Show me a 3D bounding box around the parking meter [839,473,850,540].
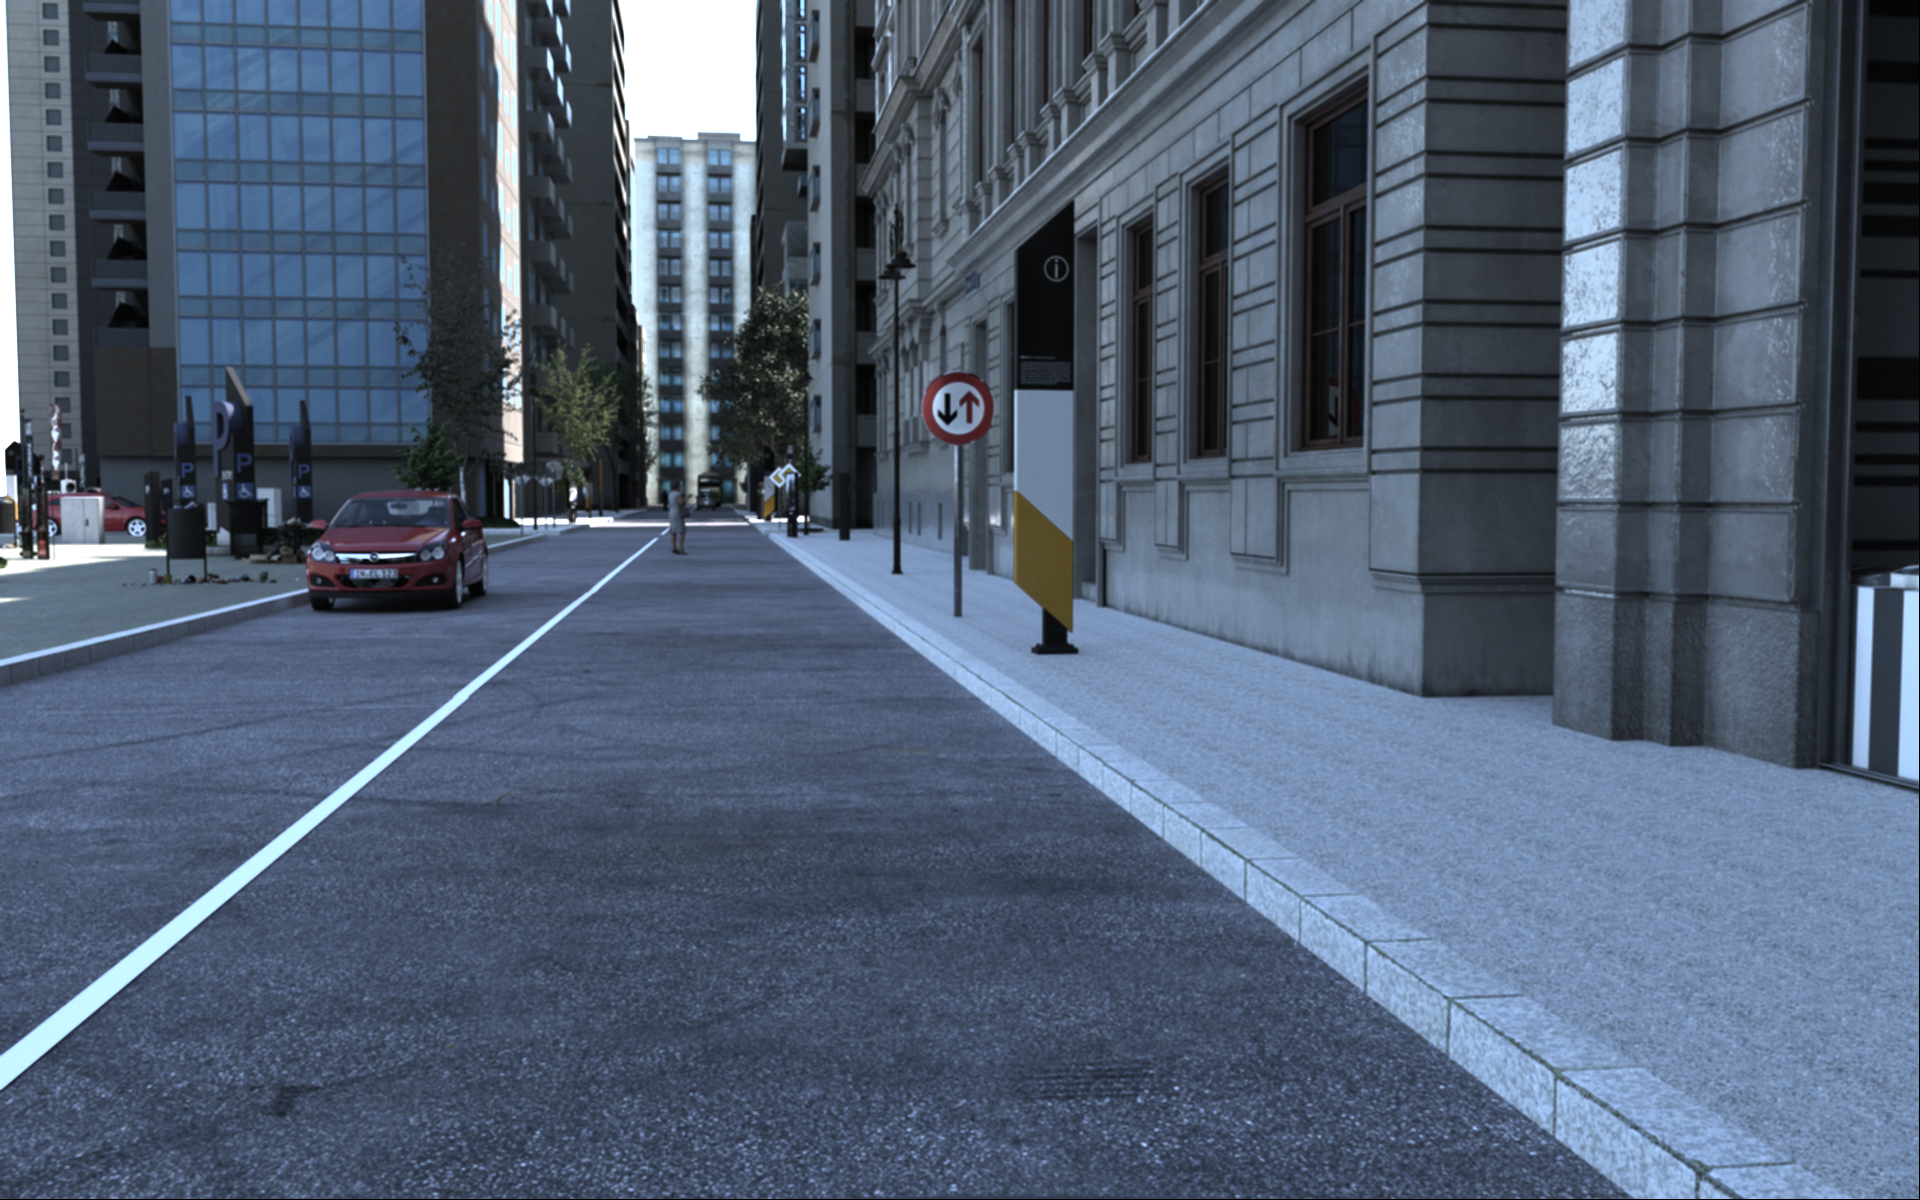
[{"bbox_3d":[-3.213,-2.598,48.194,0.255,1.863,0.399,0,4,4],"label":"parking meter"}]

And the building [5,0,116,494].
[{"bbox_3d":[-89.866,-46.051,191.183,20.611,71.187,20.563,-1,4,-8],"label":"building"}]

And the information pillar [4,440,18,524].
[{"bbox_3d":[-41.304,-5.139,75.383,0.504,3.616,0.183,0,4,6],"label":"information pillar"}]

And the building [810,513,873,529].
[{"bbox_3d":[4.257,-27.508,73.452,21.600,48.544,21.300,-1,4,-8],"label":"building"}]

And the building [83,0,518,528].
[{"bbox_3d":[-26.098,-25.753,71.181,14.600,45.320,14.200,-1,4,-8],"label":"building"}]

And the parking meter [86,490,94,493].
[{"bbox_3d":[-48.869,-5.439,97.346,0.372,1.533,0.369,0,3,0],"label":"parking meter"}]

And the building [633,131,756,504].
[{"bbox_3d":[-32.103,-37.431,231.610,30.456,49.044,23.786,-1,4,-8],"label":"building"}]

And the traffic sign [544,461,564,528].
[{"bbox_3d":[-15.492,-4.034,66.060,0.768,2.556,0.104,0,4,-5],"label":"traffic sign"}]

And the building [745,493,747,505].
[{"bbox_3d":[-8.775,-31.176,201.603,32.217,40.220,23.993,-1,4,-8],"label":"building"}]

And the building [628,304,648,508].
[{"bbox_3d":[-45.368,-19.884,170.146,27.650,21.520,28.899,-1,4,-8],"label":"building"}]

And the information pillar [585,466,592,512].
[{"bbox_3d":[-26.275,-8.019,122.458,0.504,3.616,0.183,-1,4,-22],"label":"information pillar"}]

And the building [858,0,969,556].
[{"bbox_3d":[5.019,-15.644,43.174,14.401,28.519,23.554,-1,4,-8],"label":"building"}]

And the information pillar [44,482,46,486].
[{"bbox_3d":[-53.634,-5.919,101.268,0.304,2.012,0.304,0,4,1],"label":"information pillar"}]

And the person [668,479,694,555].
[{"bbox_3d":[-6.583,-1.968,41.030,0.532,1.782,0.716,-3,4,-38],"label":"person"}]

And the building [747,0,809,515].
[{"bbox_3d":[-3.386,-49.309,118.879,22.319,86.520,31.000,-1,4,-8],"label":"building"}]

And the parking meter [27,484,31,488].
[{"bbox_3d":[-35.817,-3.744,66.927,0.399,1.863,0.255,0,4,-7],"label":"parking meter"}]

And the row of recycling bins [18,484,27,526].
[{"bbox_3d":[-38.202,-3.932,71.403,1.069,1.692,3.534,-2,4,-25],"label":"row of recycling bins"}]

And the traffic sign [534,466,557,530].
[{"bbox_3d":[-14.777,-3.558,61.808,0.795,2.450,0.064,-1,4,-8],"label":"traffic sign"}]

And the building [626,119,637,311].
[{"bbox_3d":[-45.212,-33.751,201.934,14.200,45.320,14.600,-1,4,-8],"label":"building"}]

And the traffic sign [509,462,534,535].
[{"bbox_3d":[-13.643,-3.074,53.903,0.795,2.450,0.064,-1,4,-8],"label":"traffic sign"}]

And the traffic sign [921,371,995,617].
[{"bbox_3d":[-0.020,-1.097,18.041,0.768,2.556,0.104,0,4,-5],"label":"traffic sign"}]

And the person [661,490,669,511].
[{"bbox_3d":[-25.615,-8.698,150.721,0.705,1.822,1.348,2,4,34],"label":"person"}]

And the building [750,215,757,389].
[{"bbox_3d":[-14.927,-25.083,181.813,14.160,30.474,14.107,-1,4,-8],"label":"building"}]

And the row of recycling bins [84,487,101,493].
[{"bbox_3d":[-54.474,-6.228,108.943,1.069,1.692,3.534,-1,4,-19],"label":"row of recycling bins"}]

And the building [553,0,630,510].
[{"bbox_3d":[-39.098,-31.856,144.555,21.300,48.544,21.600,-1,4,-8],"label":"building"}]

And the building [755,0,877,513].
[{"bbox_3d":[-6.557,-32.158,149.488,21.300,48.544,21.600,-1,4,-8],"label":"building"}]

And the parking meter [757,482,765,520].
[{"bbox_3d":[-9.861,-4.902,85.860,0.255,1.863,0.399,2,4,34],"label":"parking meter"}]

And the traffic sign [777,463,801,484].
[{"bbox_3d":[-5.430,-3.145,55.057,0.795,2.450,0.064,-1,4,-8],"label":"traffic sign"}]

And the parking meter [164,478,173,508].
[{"bbox_3d":[-29.478,-3.587,64.350,0.399,1.863,0.255,-1,4,-18],"label":"parking meter"}]

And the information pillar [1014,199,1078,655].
[{"bbox_3d":[0.684,-1.375,13.831,0.504,3.616,0.183,-1,4,-13],"label":"information pillar"}]

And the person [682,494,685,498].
[{"bbox_3d":[-22.514,-7.835,139.790,0.799,1.438,0.628,0,4,0],"label":"person"}]

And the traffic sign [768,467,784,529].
[{"bbox_3d":[-6.564,-3.628,62.961,0.795,2.450,0.064,-1,4,-8],"label":"traffic sign"}]

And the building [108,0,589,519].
[{"bbox_3d":[-34.523,-29.409,100.443,23.786,49.044,30.456,-1,4,-8],"label":"building"}]

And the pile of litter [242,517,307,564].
[{"bbox_3d":[-12.615,-1.111,32.135,1.176,0.858,1.719,-3,5,-42],"label":"pile of litter"}]

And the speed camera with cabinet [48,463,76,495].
[{"bbox_3d":[-56.736,-7.008,108.918,0.660,3.252,2.038,2,4,32],"label":"speed camera with cabinet"}]

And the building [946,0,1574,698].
[{"bbox_3d":[6.432,-11.278,20.549,11.583,22.565,21.152,-1,4,-8],"label":"building"}]

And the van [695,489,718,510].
[{"bbox_3d":[-22.757,-9.072,155.337,2.013,2.044,4.112,0,4,-7],"label":"van"}]

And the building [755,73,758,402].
[{"bbox_3d":[-12.575,-29.556,166.842,14.154,41.232,14.086,-1,4,-8],"label":"building"}]

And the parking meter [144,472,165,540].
[{"bbox_3d":[-20.990,-2.405,45.025,0.399,1.863,0.255,3,5,39],"label":"parking meter"}]

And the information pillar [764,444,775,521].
[{"bbox_3d":[-8.960,-5.499,81.262,0.504,3.616,0.183,-1,4,-14],"label":"information pillar"}]
